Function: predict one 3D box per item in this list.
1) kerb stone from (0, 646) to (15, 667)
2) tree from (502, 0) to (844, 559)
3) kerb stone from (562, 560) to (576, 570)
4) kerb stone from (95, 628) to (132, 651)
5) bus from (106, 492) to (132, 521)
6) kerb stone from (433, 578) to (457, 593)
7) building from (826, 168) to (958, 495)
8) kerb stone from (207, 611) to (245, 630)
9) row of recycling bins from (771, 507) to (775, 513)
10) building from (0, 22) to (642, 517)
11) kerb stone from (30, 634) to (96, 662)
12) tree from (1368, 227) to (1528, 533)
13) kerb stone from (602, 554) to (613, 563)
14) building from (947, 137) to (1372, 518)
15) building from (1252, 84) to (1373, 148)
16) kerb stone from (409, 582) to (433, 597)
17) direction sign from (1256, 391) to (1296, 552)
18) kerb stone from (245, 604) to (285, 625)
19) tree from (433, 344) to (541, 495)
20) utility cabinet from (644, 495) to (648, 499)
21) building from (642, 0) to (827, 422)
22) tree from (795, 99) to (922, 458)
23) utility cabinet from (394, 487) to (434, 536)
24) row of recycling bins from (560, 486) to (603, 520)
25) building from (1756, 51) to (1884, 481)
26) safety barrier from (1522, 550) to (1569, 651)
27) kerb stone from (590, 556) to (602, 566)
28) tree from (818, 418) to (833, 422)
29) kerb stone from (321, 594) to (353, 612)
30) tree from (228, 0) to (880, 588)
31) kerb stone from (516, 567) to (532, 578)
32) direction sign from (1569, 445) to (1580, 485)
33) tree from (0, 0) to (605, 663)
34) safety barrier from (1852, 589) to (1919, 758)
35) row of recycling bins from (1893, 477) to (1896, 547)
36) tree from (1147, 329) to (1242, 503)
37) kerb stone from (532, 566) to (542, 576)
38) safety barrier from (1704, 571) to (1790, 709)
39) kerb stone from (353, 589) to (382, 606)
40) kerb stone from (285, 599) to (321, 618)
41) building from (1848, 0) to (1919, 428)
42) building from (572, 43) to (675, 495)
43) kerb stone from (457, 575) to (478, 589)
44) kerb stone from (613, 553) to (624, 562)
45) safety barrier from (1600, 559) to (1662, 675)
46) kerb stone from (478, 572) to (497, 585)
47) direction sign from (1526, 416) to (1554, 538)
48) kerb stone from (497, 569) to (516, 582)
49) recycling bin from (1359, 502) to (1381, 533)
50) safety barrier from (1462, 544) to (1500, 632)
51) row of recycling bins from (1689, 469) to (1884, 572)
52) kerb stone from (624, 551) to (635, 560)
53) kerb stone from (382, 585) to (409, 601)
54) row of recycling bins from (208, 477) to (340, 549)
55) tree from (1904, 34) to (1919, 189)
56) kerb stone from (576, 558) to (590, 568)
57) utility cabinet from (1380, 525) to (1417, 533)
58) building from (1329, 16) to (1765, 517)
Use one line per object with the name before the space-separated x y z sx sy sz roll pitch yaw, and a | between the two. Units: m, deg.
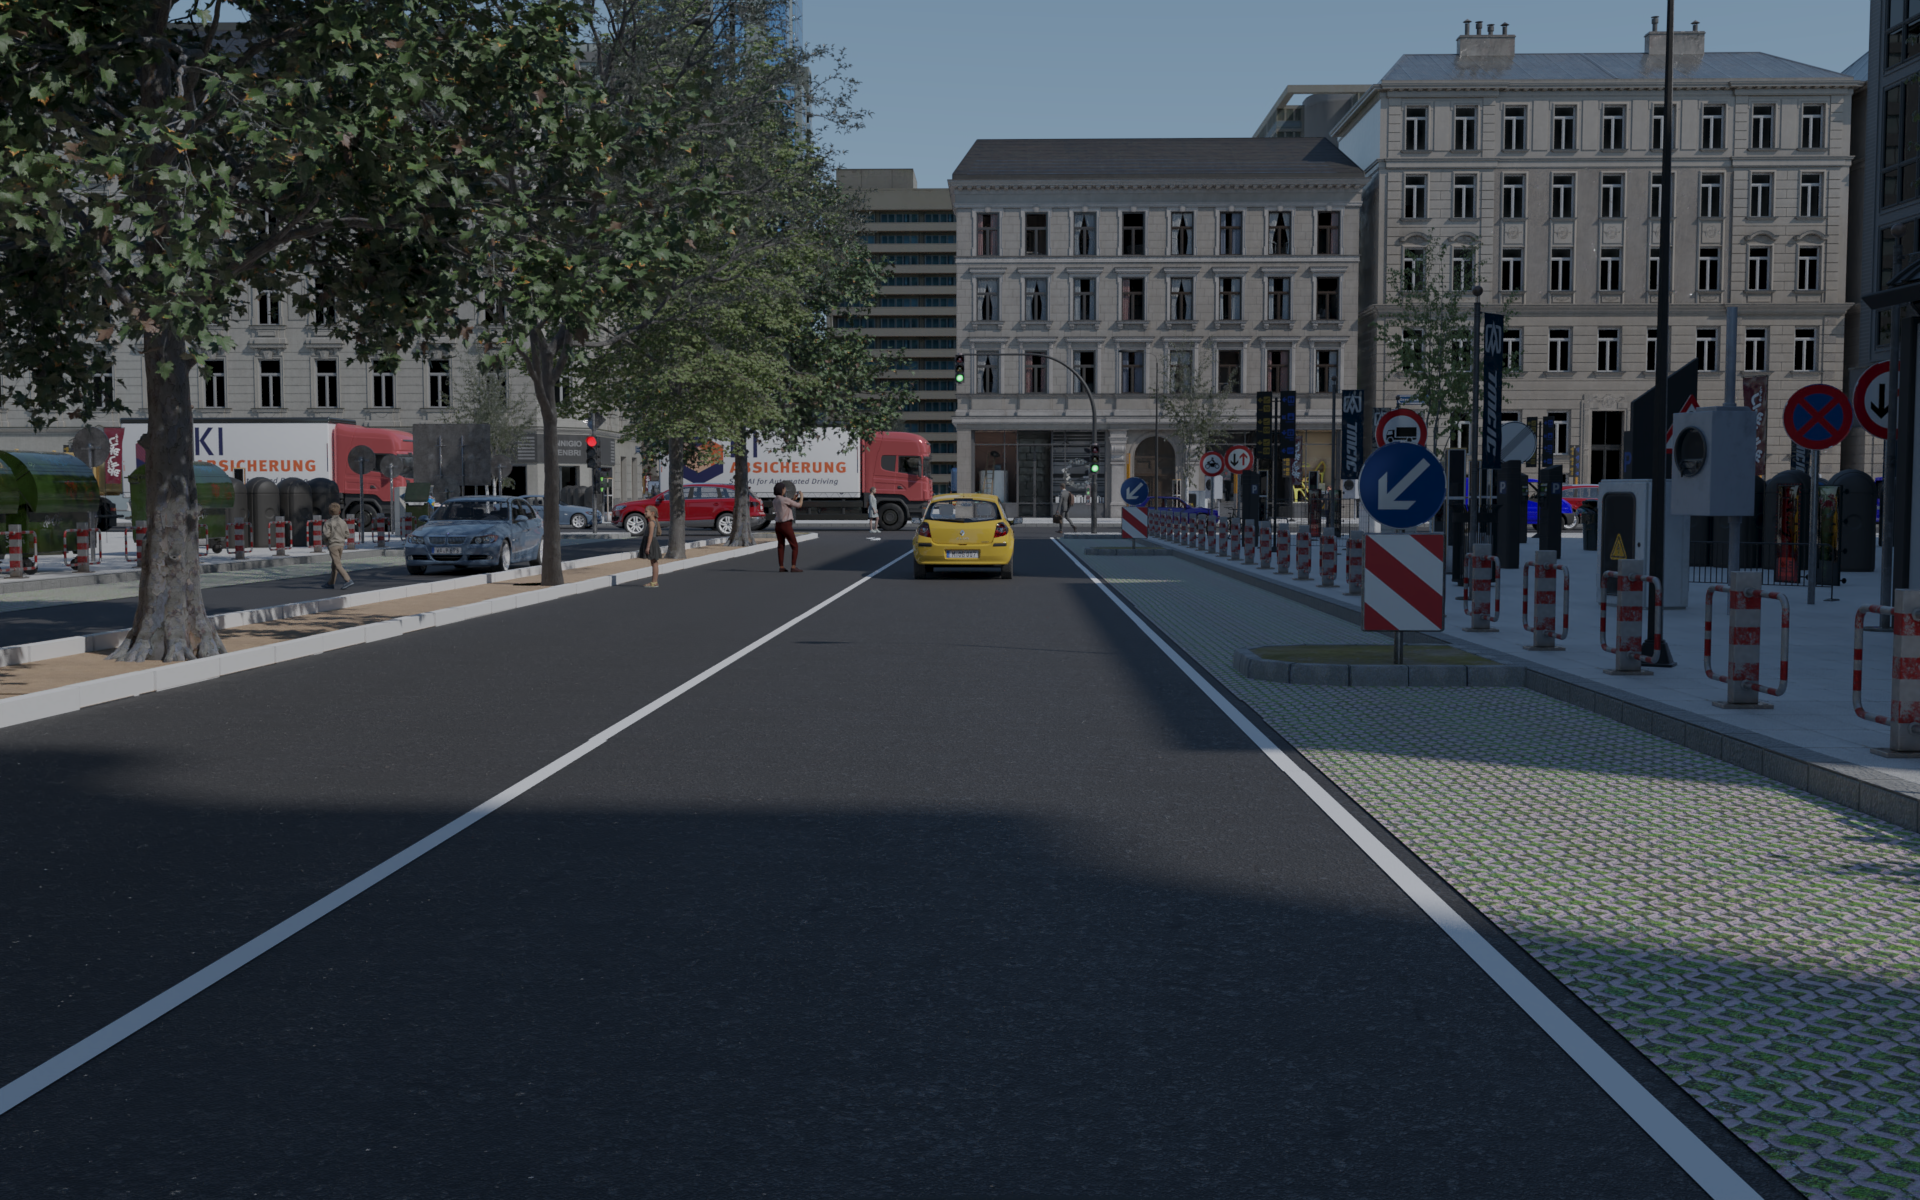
kerb stone | -7.957 0.492 14.150 0.120 0.150 1.000 0 4 2
tree | -6.345 -7.196 38.235 7.486 12.596 7.792 0 3 0
kerb stone | -7.465 -0.638 32.642 0.120 0.150 1.000 0 4 2
kerb stone | -7.889 0.366 16.206 0.120 0.150 1.000 0 4 2
bus | -28.728 -4.773 72.895 13.247 3.499 2.948 0 4 0
kerb stone | -7.648 -0.194 25.455 0.120 0.150 1.000 0 4 2
building | -8.499 -38.917 259.996 21.600 48.544 21.300 0 4 2
kerb stone | -7.845 0.241 18.260 0.120 0.150 1.000 0 4 2
row of recycling bins | -13.553 -6.944 120.652 3.534 1.692 1.069 -1 4 -13
building | -41.343 -19.748 99.290 44.131 29.872 17.030 0 4 2
kerb stone | -7.924 0.431 15.182 0.120 0.150 1.000 0 4 2
tree | 13.588 -6.018 48.750 4.737 8.622 4.395 0 3 0
kerb stone | -7.383 -0.827 35.717 0.120 0.150 1.000 0 4 2
building | 1.228 -14.979 95.819 40.483 20.767 10.553 0 4 2
building | 40.198 -28.493 157.734 32.217 40.220 23.993 0 4 2
kerb stone | -7.686 -0.136 24.419 0.120 0.150 1.000 0 4 2
direction sign | 6.945 -2.821 38.124 0.876 3.537 0.379 2 4 25
kerb stone | -7.816 0.179 19.284 0.120 0.150 1.000 0 4 2
tree | -22.095 -7.954 80.407 4.360 8.622 3.978 0 3 0
utility cabinet | -22.888 -7.113 127.457 0.306 1.237 1.020 -2 4 -33
building | -35.077 -57.948 260.120 31.000 86.520 22.319 0 4 2
tree | -5.964 -7.800 47.000 9.611 12.733 9.660 0 3 0
utility cabinet | -16.407 -2.654 52.072 0.318 1.500 1.173 3 5 40
row of recycling bins | -18.611 -4.761 84.959 1.069 1.692 3.534 -3 4 -37
building | 59.121 -18.175 94.419 25.104 27.353 12.463 0 4 2
safety barrier | 4.809 0.002 14.237 0.300 0.817 1.120 0 4 2
kerb stone | -7.401 -0.764 34.690 0.120 0.150 1.000 0 4 2
tree | -12.395 -12.630 156.858 4.360 8.622 3.978 0 3 0
kerb stone | -7.759 0.057 21.334 0.120 0.150 1.000 0 4 2
tree | -6.314 -6.946 26.392 12.009 13.543 11.850 0 3 0
kerb stone | -7.545 -0.450 29.556 0.120 0.150 1.000 0 4 2
direction sign | 28.365 -5.384 80.023 0.876 3.537 0.379 -3 5 -44
tree | -6.872 -5.835 14.873 9.611 12.733 9.660 0 3 0
safety barrier | 4.653 0.355 8.464 0.300 0.817 1.120 0 4 2
row of recycling bins | 21.766 -2.199 43.075 3.534 1.692 1.069 2 4 30
tree | 10.531 -7.833 78.435 4.360 8.622 3.978 0 3 0
kerb stone | -7.517 -0.512 30.588 0.120 0.150 1.000 0 4 2
safety barrier | 4.707 0.237 10.393 0.300 0.817 1.120 0 4 2
kerb stone | -7.737 -0.010 22.361 0.120 0.150 1.000 0 4 2
kerb stone | -7.785 0.115 20.310 0.120 0.150 1.000 0 4 2
building | 26.968 -14.313 27.530 14.314 27.812 24.014 0 4 2
building | -32.443 -28.773 154.037 14.154 41.232 14.086 0 4 2
kerb stone | -7.618 -0.260 26.479 0.120 0.150 1.000 0 4 2
kerb stone | -7.354 -0.890 36.741 0.120 0.150 1.000 0 4 2
safety barrier | 4.758 0.120 12.309 0.300 0.817 1.120 0 4 2
kerb stone | -7.599 -0.325 27.503 0.120 0.150 1.000 0 4 2
direction sign | 16.904 -3.581 50.549 0.379 3.537 0.876 -3 5 -40
kerb stone | -7.564 -0.380 28.529 0.120 0.150 1.000 0 4 2
recycling bin | 13.405 -2.660 56.053 0.722 1.027 0.722 -2 4 -34
safety barrier | 4.864 -0.115 16.157 0.300 0.817 1.120 0 4 2
row of recycling bins | 13.916 -1.388 29.811 1.069 1.692 3.534 -3 5 -39
kerb stone | -7.318 -0.952 37.767 0.120 0.150 1.000 0 4 2
kerb stone | -7.713 -0.073 23.389 0.120 0.150 1.000 0 4 2
row of recycling bins | -16.554 -2.133 41.989 1.069 1.692 3.534 2 4 30
tree | 12.975 -4.273 20.224 4.360 8.622 3.978 0 3 0
kerb stone | -7.429 -0.700 33.666 0.120 0.150 1.000 0 4 2
utility cabinet | 10.021 -1.885 39.504 0.318 1.500 1.173 3 5 42
building | 34.041 -18.250 95.653 25.104 27.353 12.463 0 4 2
